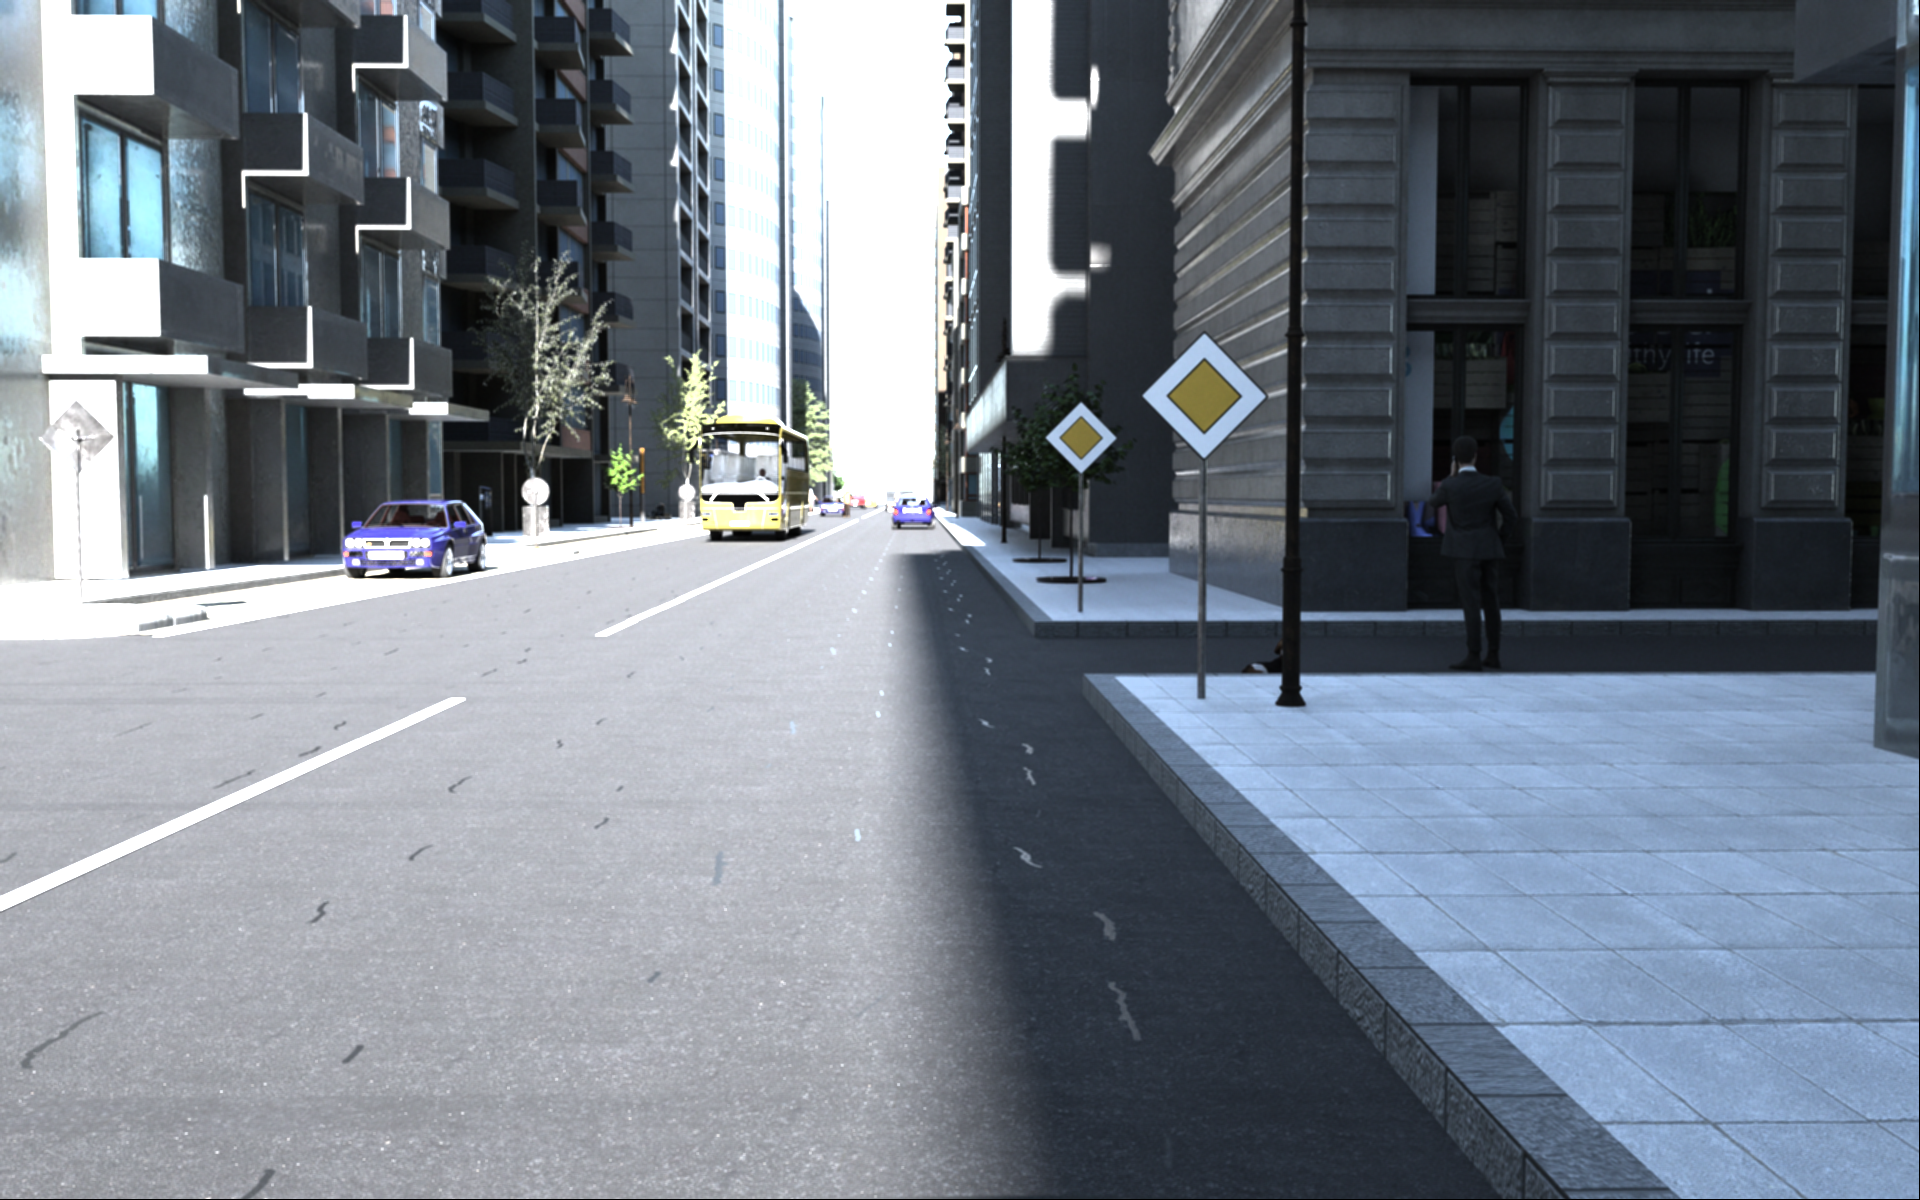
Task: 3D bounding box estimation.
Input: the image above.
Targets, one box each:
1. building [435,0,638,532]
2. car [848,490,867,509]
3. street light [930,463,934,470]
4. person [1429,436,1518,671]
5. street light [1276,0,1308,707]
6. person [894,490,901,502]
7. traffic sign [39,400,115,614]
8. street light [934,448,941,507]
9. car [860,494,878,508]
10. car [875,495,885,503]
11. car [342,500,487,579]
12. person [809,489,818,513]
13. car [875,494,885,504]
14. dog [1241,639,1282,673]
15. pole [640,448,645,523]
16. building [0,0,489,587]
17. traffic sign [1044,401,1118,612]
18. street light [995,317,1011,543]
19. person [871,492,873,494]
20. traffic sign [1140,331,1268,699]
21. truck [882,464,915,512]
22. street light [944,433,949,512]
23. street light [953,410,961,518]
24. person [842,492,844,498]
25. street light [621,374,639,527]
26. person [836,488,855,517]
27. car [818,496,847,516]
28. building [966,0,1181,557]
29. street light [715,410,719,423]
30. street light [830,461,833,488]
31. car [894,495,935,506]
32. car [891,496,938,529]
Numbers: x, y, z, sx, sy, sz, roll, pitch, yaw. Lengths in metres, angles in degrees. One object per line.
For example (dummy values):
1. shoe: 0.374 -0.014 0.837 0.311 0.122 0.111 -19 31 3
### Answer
1. building: -25.378 -25.364 69.326 22.147 44.769 28.867 0 4 -1
2. car: -10.069 -9.678 166.912 2.281 1.827 5.304 0 4 -2
3. street light: -2.990 -14.120 203.647 0.468 5.910 1.993 0 4 -1
4. person: 4.176 -0.386 14.174 0.648 1.900 0.474 -1 4 -16
5. street light: 2.010 -2.297 10.350 0.468 5.910 1.993 0 4 -1
6. person: -4.750 -7.606 133.389 0.617 1.759 0.750 -1 4 -18
7. traffic sign: -9.434 -0.911 18.534 0.795 2.450 0.064 0 4 -1
8. street light: -2.080 -12.060 169.967 0.468 5.910 1.993 0 4 -1
9. car: -9.492 -10.395 180.184 2.015 1.641 3.980 0 3 0
10. car: -10.843 -13.703 236.407 2.083 1.381 4.827 0 4 -3
11. car: -9.517 -1.088 30.370 1.945 1.354 3.894 0 4 -3
12. person: -11.327 -7.436 130.077 1.348 1.824 0.705 0 4 4
13. car: -11.486 -14.428 247.689 2.131 1.459 4.920 0 4 -2
14. dog: 2.295 0.436 13.069 0.748 0.427 0.550 1 4 14
15. pole: -14.143 -5.091 77.088 0.158 3.312 0.155 0 3 0
16. building: -22.980 -25.201 31.653 23.786 49.044 30.456 0 4 -1
17. traffic sign: 1.308 -0.926 18.788 0.795 2.450 0.064 0 4 -1
18. street light: 1.160 -4.443 45.436 0.468 5.910 1.993 0 4 -1
19. person: -10.792 -12.586 214.994 0.721 1.735 1.217 -3 4 -36
20. traffic sign: 1.512 -0.438 10.805 0.795 2.450 0.064 0 4 -1
21. truck: -5.076 -9.652 147.562 2.967 4.110 18.799 0 4 -3
22. street light: -0.907 -9.095 121.487 0.468 5.910 1.993 0 4 -1
23. street light: -0.149 -7.385 93.534 0.468 5.910 1.993 0 4 -1
24. person: -13.265 -11.488 197.253 0.530 1.710 0.541 2 4 31
25. street light: -12.746 -5.763 67.006 0.468 5.910 1.993 0 4 -1
26. person: -6.996 -6.007 106.810 1.348 1.812 0.705 2 4 27
27. car: -8.229 -6.125 112.728 1.945 1.354 3.894 0 4 -2
28. building: 7.713 -14.086 49.379 14.314 24.678 30.058 0 4 -1
29. street light: -13.395 -7.507 95.529 0.468 5.910 1.993 0 4 -1
30. street light: -16.834 -15.572 227.387 0.468 5.910 1.993 0 4 -1
31. car: -2.181 -4.363 83.331 2.014 1.417 4.499 0 4 -1
32. car: -1.911 -3.620 71.775 1.945 1.354 3.894 0 4 0
